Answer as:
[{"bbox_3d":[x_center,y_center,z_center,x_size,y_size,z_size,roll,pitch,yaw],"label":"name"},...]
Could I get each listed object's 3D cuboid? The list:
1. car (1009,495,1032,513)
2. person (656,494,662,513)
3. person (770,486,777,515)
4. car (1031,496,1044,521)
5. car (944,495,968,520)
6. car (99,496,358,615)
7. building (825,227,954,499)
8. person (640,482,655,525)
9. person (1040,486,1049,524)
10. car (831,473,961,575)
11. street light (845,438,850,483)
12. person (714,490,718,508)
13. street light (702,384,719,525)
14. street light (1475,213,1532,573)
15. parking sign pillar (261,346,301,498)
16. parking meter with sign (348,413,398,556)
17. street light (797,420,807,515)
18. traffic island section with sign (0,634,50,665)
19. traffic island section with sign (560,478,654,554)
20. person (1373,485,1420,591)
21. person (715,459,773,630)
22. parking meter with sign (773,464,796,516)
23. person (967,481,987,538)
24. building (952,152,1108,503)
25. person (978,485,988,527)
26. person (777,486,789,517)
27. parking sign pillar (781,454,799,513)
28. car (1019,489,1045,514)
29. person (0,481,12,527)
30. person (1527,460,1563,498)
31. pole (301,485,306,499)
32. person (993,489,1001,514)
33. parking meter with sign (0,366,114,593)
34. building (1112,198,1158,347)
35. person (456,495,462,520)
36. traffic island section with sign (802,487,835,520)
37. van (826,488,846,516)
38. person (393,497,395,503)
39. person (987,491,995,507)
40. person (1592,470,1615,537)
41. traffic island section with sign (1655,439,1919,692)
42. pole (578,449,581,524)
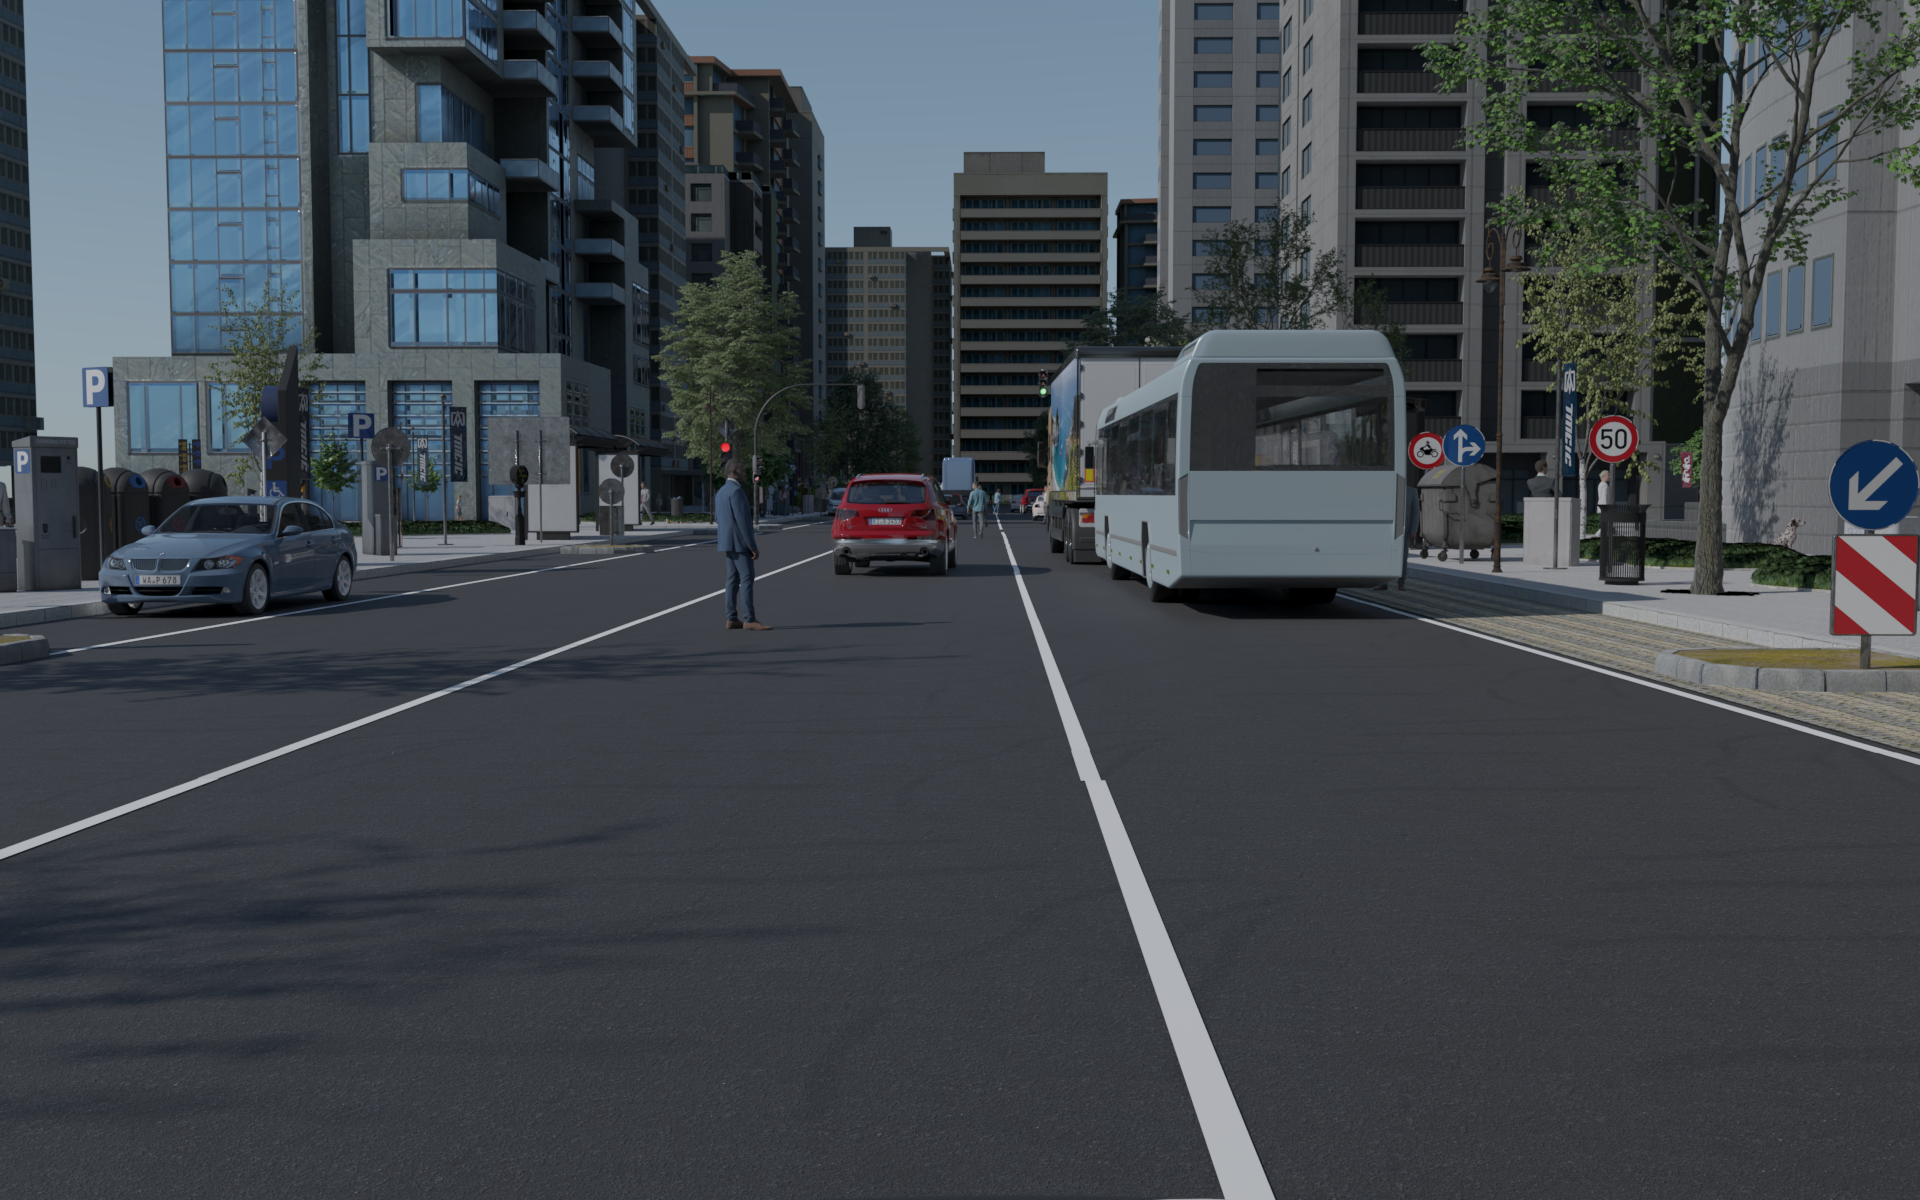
[{"bbox_3d":[4.896,-7.539,135.616,2.083,1.381,4.827,0,4,2],"label":"car"},{"bbox_3d":[-16.090,-5.037,92.665,0.640,1.303,0.475,1,4,15],"label":"person"},{"bbox_3d":[-11.407,-6.128,106.403,0.590,1.801,0.661,0,4,-7],"label":"person"},{"bbox_3d":[4.865,-4.994,94.009,2.083,1.381,4.827,0,4,3],"label":"car"},{"bbox_3d":[-0.479,-5.233,97.556,2.014,1.417,4.499,0,4,2],"label":"car"},{"bbox_3d":[-9.152,-0.613,22.026,2.014,1.417,4.499,0,4,1],"label":"car"},{"bbox_3d":[-12.888,-34.405,254.401,23.993,40.220,32.217,0,4,1],"label":"building"},{"bbox_3d":[-12.950,-3.976,71.326,0.678,1.792,0.850,3,5,43],"label":"person"},{"bbox_3d":[4.084,-4.480,81.847,0.850,1.850,0.679,-3,4,-38],"label":"person"},{"bbox_3d":[-1.151,-1.440,32.224,2.281,1.827,5.304,0,4,3],"label":"car"},{"bbox_3d":[-9.246,-10.392,142.702,0.468,5.910,1.993,0,4,1],"label":"street light"},{"bbox_3d":[-17.403,-7.109,124.078,0.330,1.601,0.589,3,4,36],"label":"person"},{"bbox_3d":[-10.446,-6.108,72.646,0.468,5.910,1.993,0,4,1],"label":"street light"},{"bbox_3d":[8.783,-3.386,28.147,0.468,5.910,1.993,0,4,1],"label":"street light"},{"bbox_3d":[-12.091,-2.594,30.884,1.447,3.967,1.447,-1,4,-12],"label":"parking sign pillar"},{"bbox_3d":[-12.369,-2.470,36.641,0.543,3.016,1.738,-3,4,-37],"label":"parking meter with sign"},{"bbox_3d":[-9.820,-8.243,107.554,0.468,5.910,1.993,0,4,1],"label":"street light"},{"bbox_3d":[-9.052,-0.379,14.827,1.989,1.847,2.006,0,4,1],"label":"traffic island section with sign"},{"bbox_3d":[-8.592,-2.069,42.449,1.989,1.847,2.006,0,4,1],"label":"traffic island section with sign"},{"bbox_3d":[6.470,-1.042,25.637,0.635,1.810,0.391,1,4,18],"label":"person"},{"bbox_3d":[-2.350,-0.591,18.349,0.419,1.800,0.721,-3,4,-38],"label":"person"},{"bbox_3d":[-10.437,-6.493,102.419,1.738,3.016,0.543,3,5,45],"label":"parking meter with sign"},{"bbox_3d":[0.551,-2.933,56.322,0.638,1.841,0.748,0,4,2],"label":"person"},{"bbox_3d":[9.805,-38.168,247.753,21.600,48.544,21.300,0,4,1],"label":"building"},{"bbox_3d":[0.895,-4.029,74.487,0.709,1.813,0.853,2,4,25],"label":"person"},{"bbox_3d":[-9.909,-5.499,96.538,0.593,1.750,0.643,-3,4,-38],"label":"person"},{"bbox_3d":[-11.546,-7.826,116.420,1.447,3.967,1.447,2,4,35],"label":"parking sign pillar"},{"bbox_3d":[5.464,-7.136,125.354,2.281,1.827,5.304,0,4,-1],"label":"car"},{"bbox_3d":[-14.546,-1.194,25.916,0.694,1.780,0.624,-2,4,-31],"label":"person"},{"bbox_3d":[10.791,-1.622,31.928,0.648,1.900,0.474,1,4,23],"label":"person"},{"bbox_3d":[-26.935,-4.716,70.946,0.158,3.312,0.155,0,3,0],"label":"pole"},{"bbox_3d":[2.670,-7.041,123.889,0.793,1.790,0.793,2,4,24],"label":"person"},{"bbox_3d":[-12.225,-1.643,23.129,0.543,3.016,1.738,2,4,28],"label":"parking meter with sign"},{"bbox_3d":[35.036,-36.263,247.518,28.867,44.769,22.147,0,4,1],"label":"building"},{"bbox_3d":[-22.641,-4.139,78.404,0.332,1.250,0.352,-2,4,-34],"label":"person"},{"bbox_3d":[-7.689,-5.355,96.186,1.989,1.847,2.006,0,4,1],"label":"traffic island section with sign"},{"bbox_3d":[-7.640,-6.443,112.362,2.013,2.044,4.112,0,4,1],"label":"van"},{"bbox_3d":[-24.126,-4.070,72.952,0.716,1.782,0.532,-1,4,-21],"label":"person"},{"bbox_3d":[3.451,-11.322,194.142,1.217,1.766,0.721,0,4,3],"label":"person"},{"bbox_3d":[15.293,-2.158,41.211,0.818,1.842,0.514,-1,4,-15],"label":"person"},{"bbox_3d":[6.554,-0.291,13.383,1.989,1.847,2.006,0,4,1],"label":"traffic island section with sign"},{"bbox_3d":[-16.167,-4.857,73.255,0.158,3.312,0.155,0,3,0],"label":"pole"}]
